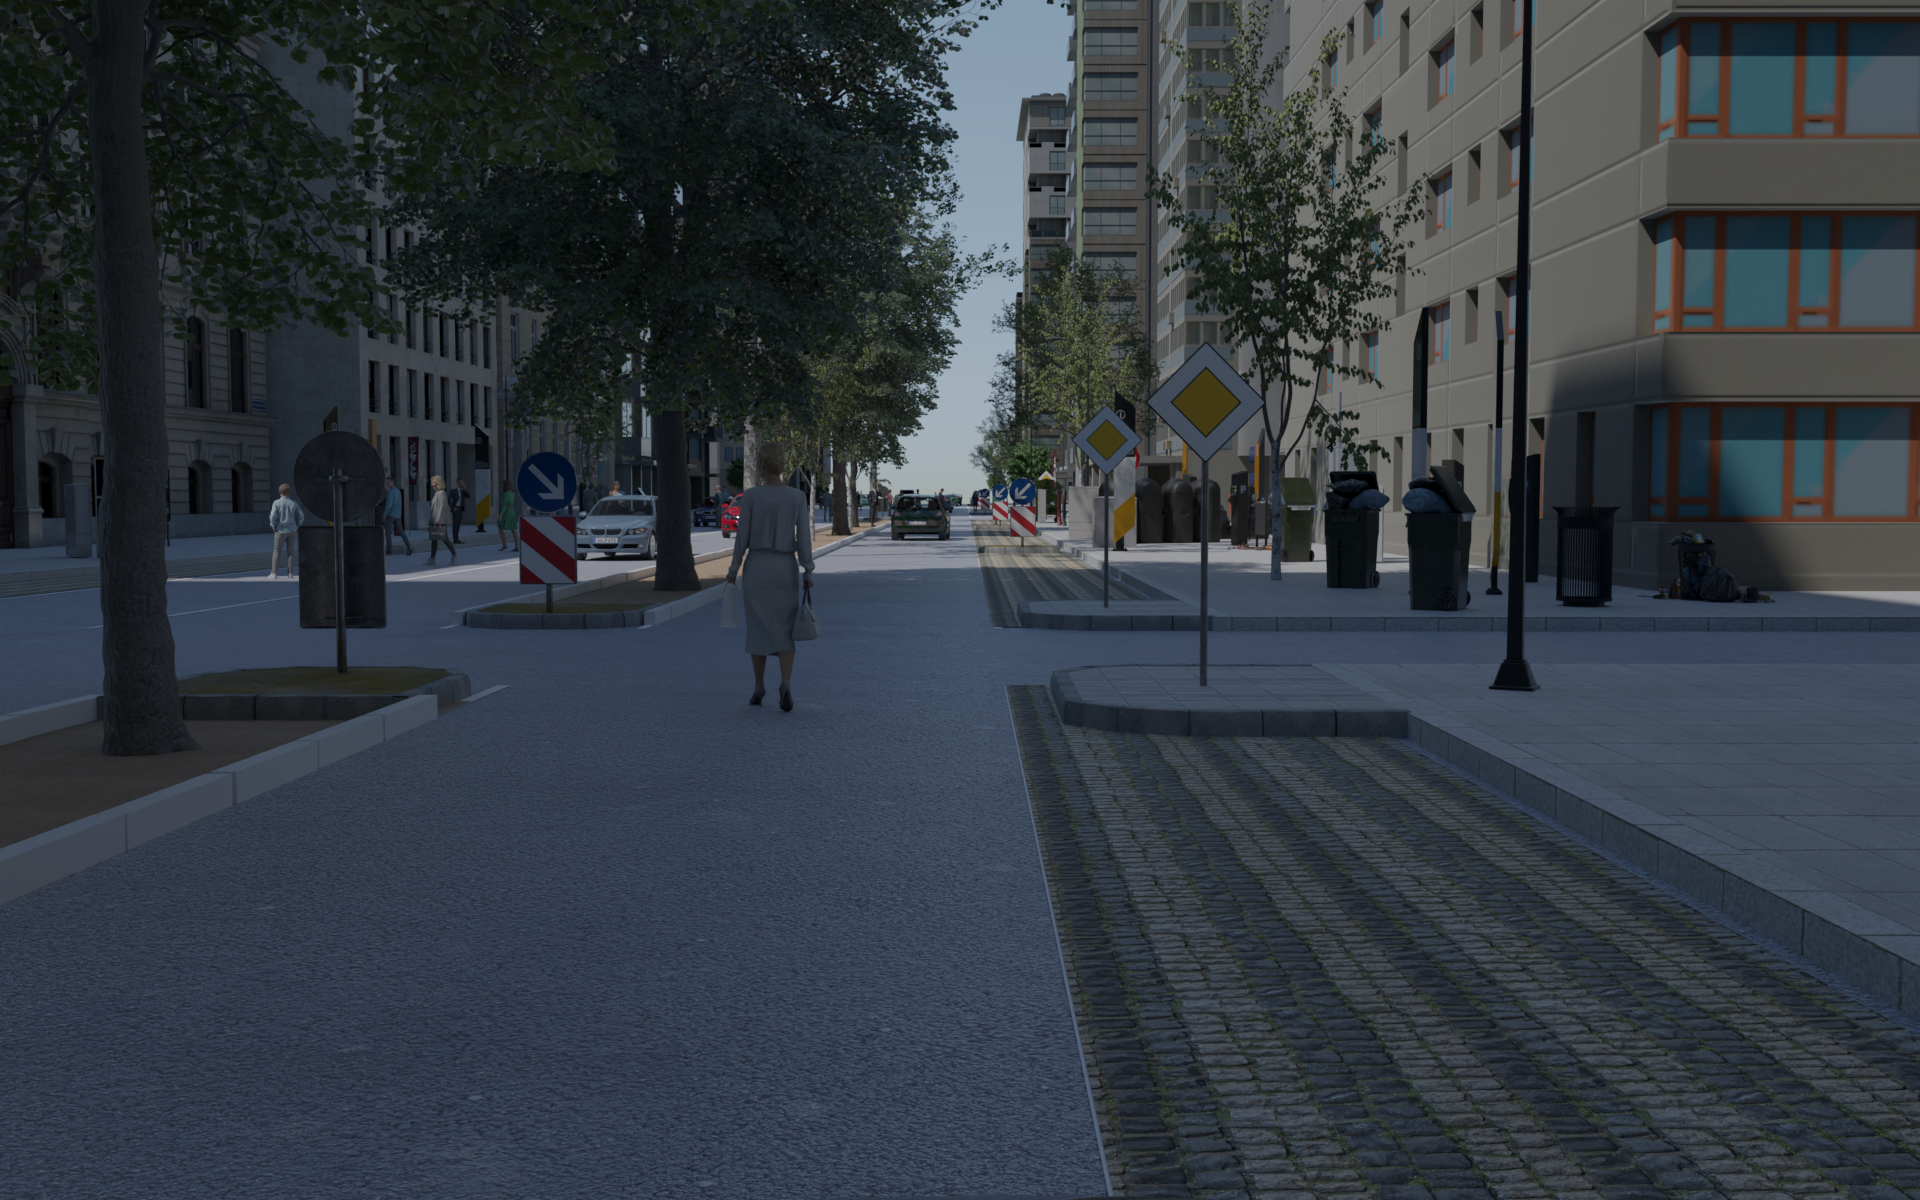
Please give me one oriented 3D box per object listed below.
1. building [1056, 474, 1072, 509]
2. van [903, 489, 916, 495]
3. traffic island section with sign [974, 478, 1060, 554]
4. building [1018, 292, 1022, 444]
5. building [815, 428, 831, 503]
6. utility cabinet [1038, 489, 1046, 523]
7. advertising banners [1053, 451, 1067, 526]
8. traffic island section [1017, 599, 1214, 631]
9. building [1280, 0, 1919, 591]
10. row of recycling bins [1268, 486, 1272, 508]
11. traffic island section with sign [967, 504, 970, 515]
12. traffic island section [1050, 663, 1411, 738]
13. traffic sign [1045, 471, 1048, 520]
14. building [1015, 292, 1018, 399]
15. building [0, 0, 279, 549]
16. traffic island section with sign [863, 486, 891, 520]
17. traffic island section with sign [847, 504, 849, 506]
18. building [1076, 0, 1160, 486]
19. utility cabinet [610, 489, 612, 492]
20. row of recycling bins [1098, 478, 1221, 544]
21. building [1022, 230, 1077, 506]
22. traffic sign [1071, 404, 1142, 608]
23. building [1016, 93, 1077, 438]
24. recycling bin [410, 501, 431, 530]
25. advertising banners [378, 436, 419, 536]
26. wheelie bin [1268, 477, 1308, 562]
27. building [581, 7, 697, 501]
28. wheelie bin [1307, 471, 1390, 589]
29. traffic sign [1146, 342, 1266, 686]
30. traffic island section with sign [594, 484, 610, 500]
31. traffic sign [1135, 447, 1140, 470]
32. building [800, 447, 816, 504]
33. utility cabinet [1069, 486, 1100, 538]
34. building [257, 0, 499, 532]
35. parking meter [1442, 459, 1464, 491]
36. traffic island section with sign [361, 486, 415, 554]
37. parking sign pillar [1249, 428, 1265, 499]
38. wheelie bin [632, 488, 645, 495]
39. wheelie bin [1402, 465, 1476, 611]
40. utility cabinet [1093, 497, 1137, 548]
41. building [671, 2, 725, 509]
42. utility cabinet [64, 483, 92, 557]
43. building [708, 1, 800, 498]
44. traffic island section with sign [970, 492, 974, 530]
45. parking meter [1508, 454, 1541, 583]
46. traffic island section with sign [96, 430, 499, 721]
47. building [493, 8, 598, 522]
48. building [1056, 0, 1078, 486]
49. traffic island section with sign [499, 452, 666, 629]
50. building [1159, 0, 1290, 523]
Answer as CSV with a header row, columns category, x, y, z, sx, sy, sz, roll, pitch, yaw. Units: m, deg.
category,x,y,z,sx,sy,sz,roll,pitch,yaw
building,23.814,-28.346,155.344,32.217,40.220,23.993,0,4,0
van,-6.755,-13.473,224.665,2.240,2.365,5.245,0,4,1
traffic island section with sign,1.401,-2.062,42.335,1.989,1.847,2.006,0,4,0
building,14.485,-26.509,205.127,14.160,30.474,14.107,0,4,0
building,-25.715,-36.348,244.392,14.600,45.320,14.200,0,4,0
utility cabinet,3.635,-4.152,76.570,0.318,1.500,1.173,0,4,0
advertising banners,4.020,-4.511,69.940,0.090,3.025,2.074,-1,4,-11
traffic island section,1.670,0.165,19.586,2.009,0.180,2.903,0,4,0
building,23.689,-11.677,35.958,28.899,21.520,27.650,0,4,0
row of recycling bins,12.150,-3.136,58.386,3.534,1.692,1.069,1,4,19
traffic island section with sign,1.625,-6.756,119.086,1.989,1.847,2.006,0,4,0
traffic island section,1.648,0.653,11.601,2.009,0.180,2.903,0,4,0
traffic sign,4.271,-5.170,85.714,0.795,2.450,0.064,1,4,9
building,14.814,-29.076,247.088,14.160,30.474,14.107,0,4,0
building,-27.647,-13.447,38.935,14.460,24.649,34.723,0,4,0
traffic island section with sign,-4.232,-5.276,94.402,2.006,1.907,1.989,0,4,0
traffic island section with sign,-13.856,-13.394,227.627,1.989,1.847,2.006,0,4,0
building,14.029,-25.797,105.368,14.154,41.232,14.086,0,4,0
utility cabinet,-16.084,-4.361,79.982,0.318,1.500,1.173,-1,4,-22
row of recycling bins,5.269,-2.334,45.272,3.534,1.692,1.069,-2,4,-25
building,14.504,-25.648,191.045,14.160,30.474,14.107,0,4,0
traffic sign,1.647,-0.970,19.509,0.795,2.450,0.064,0,4,0
building,21.992,-38.917,225.532,28.713,52.752,27.495,0,4,0
recycling bin,-19.136,-3.008,61.734,0.722,1.027,0.722,-3,4,-38
advertising banners,-17.202,-3.474,52.995,2.074,3.025,0.090,2,4,34
wheelie bin,6.259,-1.518,32.735,0.980,1.594,0.693,-1,4,-18
building,-30.078,-29.994,110.003,23.786,49.044,30.456,0,4,0
wheelie bin,5.383,-0.965,23.679,0.980,1.594,0.693,2,4,31
traffic sign,1.625,-0.482,11.524,0.795,2.450,0.064,0,4,0
traffic island section with sign,-14.290,-3.687,68.910,1.989,1.847,2.006,0,4,0
traffic sign,4.120,-2.642,43.305,0.768,2.556,0.104,0,4,6
building,-25.731,-27.208,216.544,14.160,30.474,14.107,0,4,0
utility cabinet,3.705,-2.490,49.391,1.173,1.500,0.318,1,4,13
building,-25.002,-12.881,65.362,10.420,20.320,16.860,0,4,0
parking meter,8.381,-1.454,29.483,0.255,1.863,0.399,3,5,42
traffic island section with sign,-14.357,-2.038,41.955,1.989,1.847,2.006,0,4,0
parking sign pillar,12.069,-5.012,70.415,1.447,3.967,1.447,1,4,19
wheelie bin,-16.237,-4.874,87.597,0.693,1.594,0.980,0,4,1
wheelie bin,5.304,-0.693,19.237,0.693,1.594,0.980,2,4,30
utility cabinet,3.700,-1.851,41.426,1.020,1.237,0.306,-1,4,-10
building,-31.192,-29.671,139.743,22.147,44.769,28.867,0,4,0
utility cabinet,-17.894,-1.616,35.106,0.318,1.500,1.173,-3,4,-36
building,-29.971,-39.900,194.362,21.231,58.520,28.212,0,4,0
traffic island section with sign,1.489,-3.710,69.290,1.989,1.847,2.006,0,4,0
parking meter,8.212,-1.193,25.223,0.399,1.863,0.255,3,4,37
traffic island section with sign,-4.460,-0.227,11.856,2.006,1.907,1.989,0,4,0
building,-25.953,-18.252,84.331,13.634,28.700,20.117,0,4,0
building,19.368,-31.054,127.344,23.786,49.044,30.456,0,4,0
traffic island section with sign,-4.429,-0.681,19.263,2.006,1.907,1.989,0,4,0
building,22.377,-23.872,82.184,32.217,40.220,23.993,0,4,0
